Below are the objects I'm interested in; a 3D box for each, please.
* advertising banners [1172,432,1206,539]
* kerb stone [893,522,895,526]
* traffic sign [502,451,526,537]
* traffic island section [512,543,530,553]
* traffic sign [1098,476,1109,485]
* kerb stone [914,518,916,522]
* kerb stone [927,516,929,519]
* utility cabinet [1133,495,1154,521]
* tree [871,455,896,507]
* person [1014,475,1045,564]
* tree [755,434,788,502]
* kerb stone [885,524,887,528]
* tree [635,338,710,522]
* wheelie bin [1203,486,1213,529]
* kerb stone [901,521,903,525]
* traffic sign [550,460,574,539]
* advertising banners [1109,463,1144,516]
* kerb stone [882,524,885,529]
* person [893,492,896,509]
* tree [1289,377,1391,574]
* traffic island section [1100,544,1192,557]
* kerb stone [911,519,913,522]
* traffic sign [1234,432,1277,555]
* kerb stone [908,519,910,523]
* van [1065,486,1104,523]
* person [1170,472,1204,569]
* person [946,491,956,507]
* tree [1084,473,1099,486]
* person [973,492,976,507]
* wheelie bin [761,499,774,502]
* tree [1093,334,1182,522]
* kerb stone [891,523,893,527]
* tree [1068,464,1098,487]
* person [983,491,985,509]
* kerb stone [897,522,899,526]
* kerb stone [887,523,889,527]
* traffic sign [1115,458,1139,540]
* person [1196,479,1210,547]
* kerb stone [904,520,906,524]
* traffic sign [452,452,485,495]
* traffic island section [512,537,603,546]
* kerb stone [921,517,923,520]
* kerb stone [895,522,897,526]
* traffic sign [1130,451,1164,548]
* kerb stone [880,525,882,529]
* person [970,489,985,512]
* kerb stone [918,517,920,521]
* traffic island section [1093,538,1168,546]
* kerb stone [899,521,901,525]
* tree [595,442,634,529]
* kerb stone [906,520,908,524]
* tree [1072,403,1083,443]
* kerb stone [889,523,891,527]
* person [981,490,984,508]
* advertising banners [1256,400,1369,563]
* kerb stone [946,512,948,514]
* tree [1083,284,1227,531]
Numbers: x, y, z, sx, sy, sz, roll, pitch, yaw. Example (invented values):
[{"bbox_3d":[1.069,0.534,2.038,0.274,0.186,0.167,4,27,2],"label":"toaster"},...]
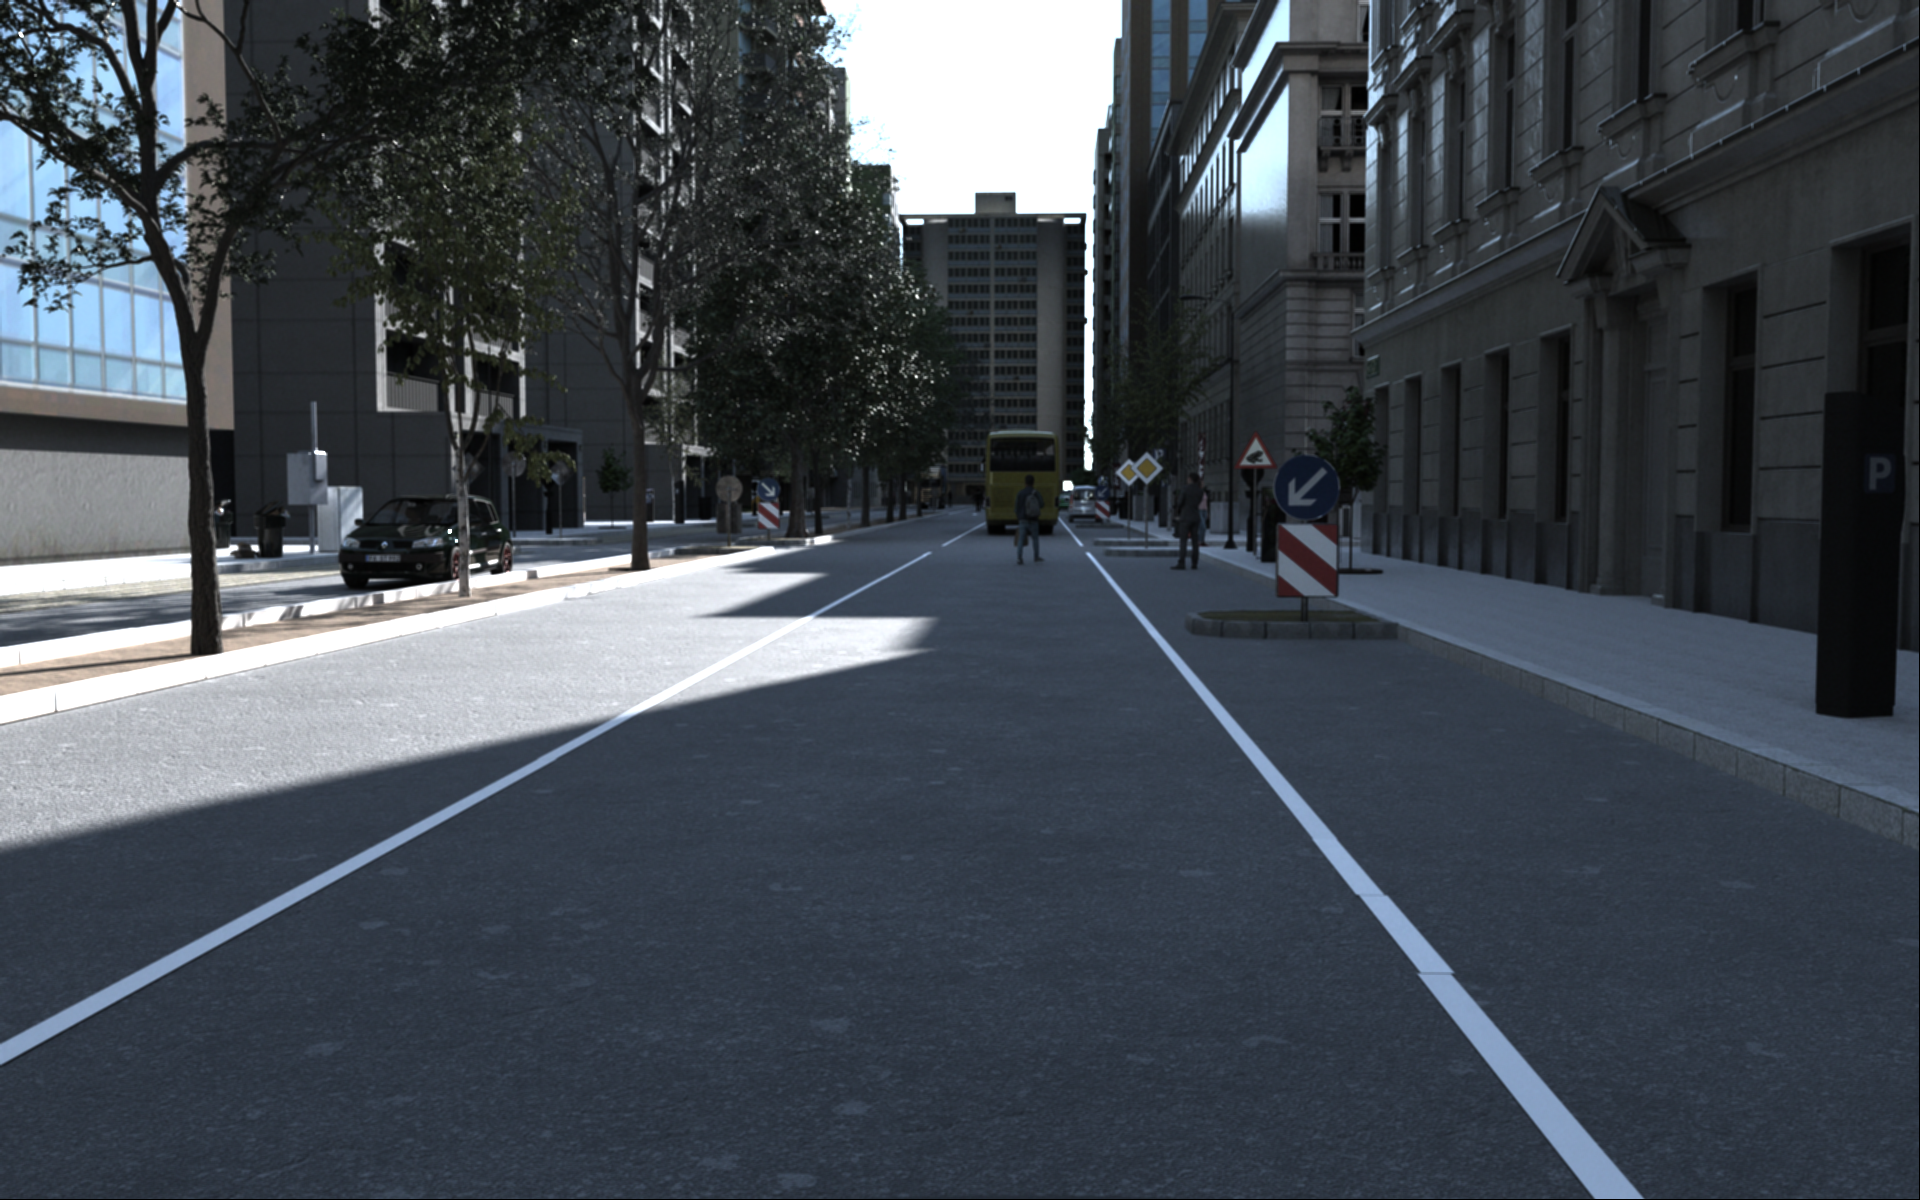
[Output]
[{"bbox_3d":[6.586,-3.274,49.711,0.090,3.025,2.074,-1,4,-18],"label":"advertising banners"},{"bbox_3d":[-3.049,-3.283,75.910,0.120,0.150,1.000,0,4,3],"label":"kerb stone"},{"bbox_3d":[-13.224,-3.132,51.321,0.768,2.556,0.104,1,4,9],"label":"traffic sign"},{"bbox_3d":[-11.809,-1.181,41.592,2.009,0.180,2.903,0,4,3],"label":"traffic island section"},{"bbox_3d":[9.951,-7.351,120.293,0.768,2.556,0.104,0,4,5],"label":"traffic sign"},{"bbox_3d":[-2.488,-4.037,88.204,0.120,0.150,1.000,0,4,3],"label":"kerb stone"},{"bbox_3d":[-2.021,-4.665,98.467,0.120,0.150,1.000,0,4,3],"label":"kerb stone"},{"bbox_3d":[8.672,-4.326,81.885,1.020,1.237,0.306,-2,4,-24],"label":"utility cabinet"},{"bbox_3d":[-7.567,-13.646,173.472,4.737,8.622,4.395,0,3,0],"label":"tree"},{"bbox_3d":[1.364,-1.639,35.291,0.794,1.824,0.713,3,4,36],"label":"person"},{"bbox_3d":[-11.805,-9.797,110.541,4.360,8.622,3.978,0,3,0],"label":"tree"},{"bbox_3d":[-3.237,-3.032,71.823,0.120,0.150,1.000,0,4,3],"label":"kerb stone"},{"bbox_3d":[-13.072,-7.875,79.117,4.360,8.622,3.978,0,3,0],"label":"tree"},{"bbox_3d":[8.922,-3.435,64.063,0.693,1.594,0.980,-2,4,-29],"label":"wheelie bin"},{"bbox_3d":[-2.870,-3.536,80.003,0.120,0.150,1.000,0,4,3],"label":"kerb stone"},{"bbox_3d":[-11.422,-2.805,49.507,0.795,2.450,0.064,0,4,3],"label":"traffic sign"},{"bbox_3d":[9.585,-6.224,97.947,2.074,3.025,0.090,1,4,18],"label":"advertising banners"},{"bbox_3d":[-3.277,-2.972,70.795,0.120,0.150,1.000,0,4,3],"label":"kerb stone"},{"bbox_3d":[-5.881,-8.898,155.456,0.593,1.643,0.415,3,4,36],"label":"person"},{"bbox_3d":[6.468,-2.058,28.250,1.663,3.219,1.824,0,3,0],"label":"tree"},{"bbox_3d":[4.416,-1.136,40.852,2.009,0.180,2.903,0,4,3],"label":"traffic island section"},{"bbox_3d":[-2.582,-3.911,86.148,0.120,0.150,1.000,0,4,3],"label":"kerb stone"},{"bbox_3d":[6.159,-2.209,36.115,0.884,2.594,0.081,1,4,11],"label":"traffic sign"},{"bbox_3d":[-2.670,-3.786,84.096,0.120,0.150,1.000,0,4,3],"label":"kerb stone"},{"bbox_3d":[6.369,-4.981,88.451,2.013,2.044,4.112,0,4,3],"label":"van"},{"bbox_3d":[4.326,-1.515,33.077,0.655,1.846,0.447,-2,4,-28],"label":"person"},{"bbox_3d":[-1.036,-10.890,186.557,1.348,1.822,0.705,2,4,25],"label":"person"},{"bbox_3d":[11.561,-9.387,148.079,1.663,3.219,1.824,0,3,0],"label":"tree"},{"bbox_3d":[1.726,-11.191,192.938,0.593,1.643,0.415,-1,4,-9],"label":"person"},{"bbox_3d":[-11.828,-6.008,106.135,0.980,1.594,0.693,2,4,24],"label":"wheelie bin"},{"bbox_3d":[8.193,-7.844,78.610,4.360,8.622,3.978,0,3,0],"label":"tree"},{"bbox_3d":[-3.099,-3.222,74.889,0.120,0.150,1.000,0,4,3],"label":"kerb stone"},{"bbox_3d":[14.270,-13.270,200.683,4.285,4.588,4.351,0,3,0],"label":"tree"},{"bbox_3d":[2.402,-9.632,166.653,0.621,1.740,0.551,-2,4,-25],"label":"person"},{"bbox_3d":[-2.948,-3.410,77.952,0.120,0.150,1.000,0,4,3],"label":"kerb stone"},{"bbox_3d":[-3.187,-3.090,72.844,0.120,0.150,1.000,0,4,3],"label":"kerb stone"},{"bbox_3d":[4.755,-2.759,48.753,0.795,2.450,0.064,0,4,3],"label":"traffic sign"},{"bbox_3d":[6.331,-2.261,45.469,0.388,1.821,0.555,2,4,33],"label":"person"},{"bbox_3d":[-2.769,-3.661,82.053,0.120,0.150,1.000,0,4,3],"label":"kerb stone"},{"bbox_3d":[-11.785,-2.317,41.530,0.795,2.450,0.064,0,4,3],"label":"traffic sign"},{"bbox_3d":[-11.446,-1.669,49.569,2.009,0.180,2.903,0,4,3],"label":"traffic island section"},{"bbox_3d":[-2.249,-4.351,93.326,0.120,0.150,1.000,0,4,3],"label":"kerb stone"},{"bbox_3d":[-2.999,-3.348,76.931,0.120,0.150,1.000,0,4,3],"label":"kerb stone"},{"bbox_3d":[4.392,-2.271,40.776,0.795,2.450,0.064,0,4,3],"label":"traffic sign"},{"bbox_3d":[-3.329,-2.910,69.767,0.120,0.150,1.000,0,4,3],"label":"kerb stone"},{"bbox_3d":[1.434,-7.972,138.476,1.348,1.869,0.705,-2,4,-27],"label":"person"},{"bbox_3d":[-2.344,-4.225,91.279,0.120,0.150,1.000,0,4,3],"label":"kerb stone"},{"bbox_3d":[4.779,-1.624,48.829,2.009,0.180,2.903,0,4,3],"label":"traffic island section"},{"bbox_3d":[-2.900,-3.473,78.973,0.120,0.150,1.000,0,4,3],"label":"kerb stone"},{"bbox_3d":[-12.949,-4.262,64.279,1.663,3.219,1.824,0,3,0],"label":"tree"},{"bbox_3d":[-2.725,-3.721,83.075,0.120,0.150,1.000,0,4,3],"label":"kerb stone"},{"bbox_3d":[9.343,-9.678,108.598,4.737,8.622,4.395,0,3,0],"label":"tree"},{"bbox_3d":[-3.142,-3.160,73.868,0.120,0.150,1.000,0,4,3],"label":"kerb stone"},{"bbox_3d":[2.234,-10.060,172.995,0.705,1.821,1.348,0,4,6],"label":"person"},{"bbox_3d":[6.600,-2.211,32.341,2.074,3.025,0.090,1,4,10],"label":"advertising banners"},{"bbox_3d":[-1.088,-5.918,118.958,0.120,0.150,1.000,0,4,3],"label":"kerb stone"},{"bbox_3d":[7.067,-6.721,60.249,4.737,8.622,4.395,0,3,0],"label":"tree"}]
